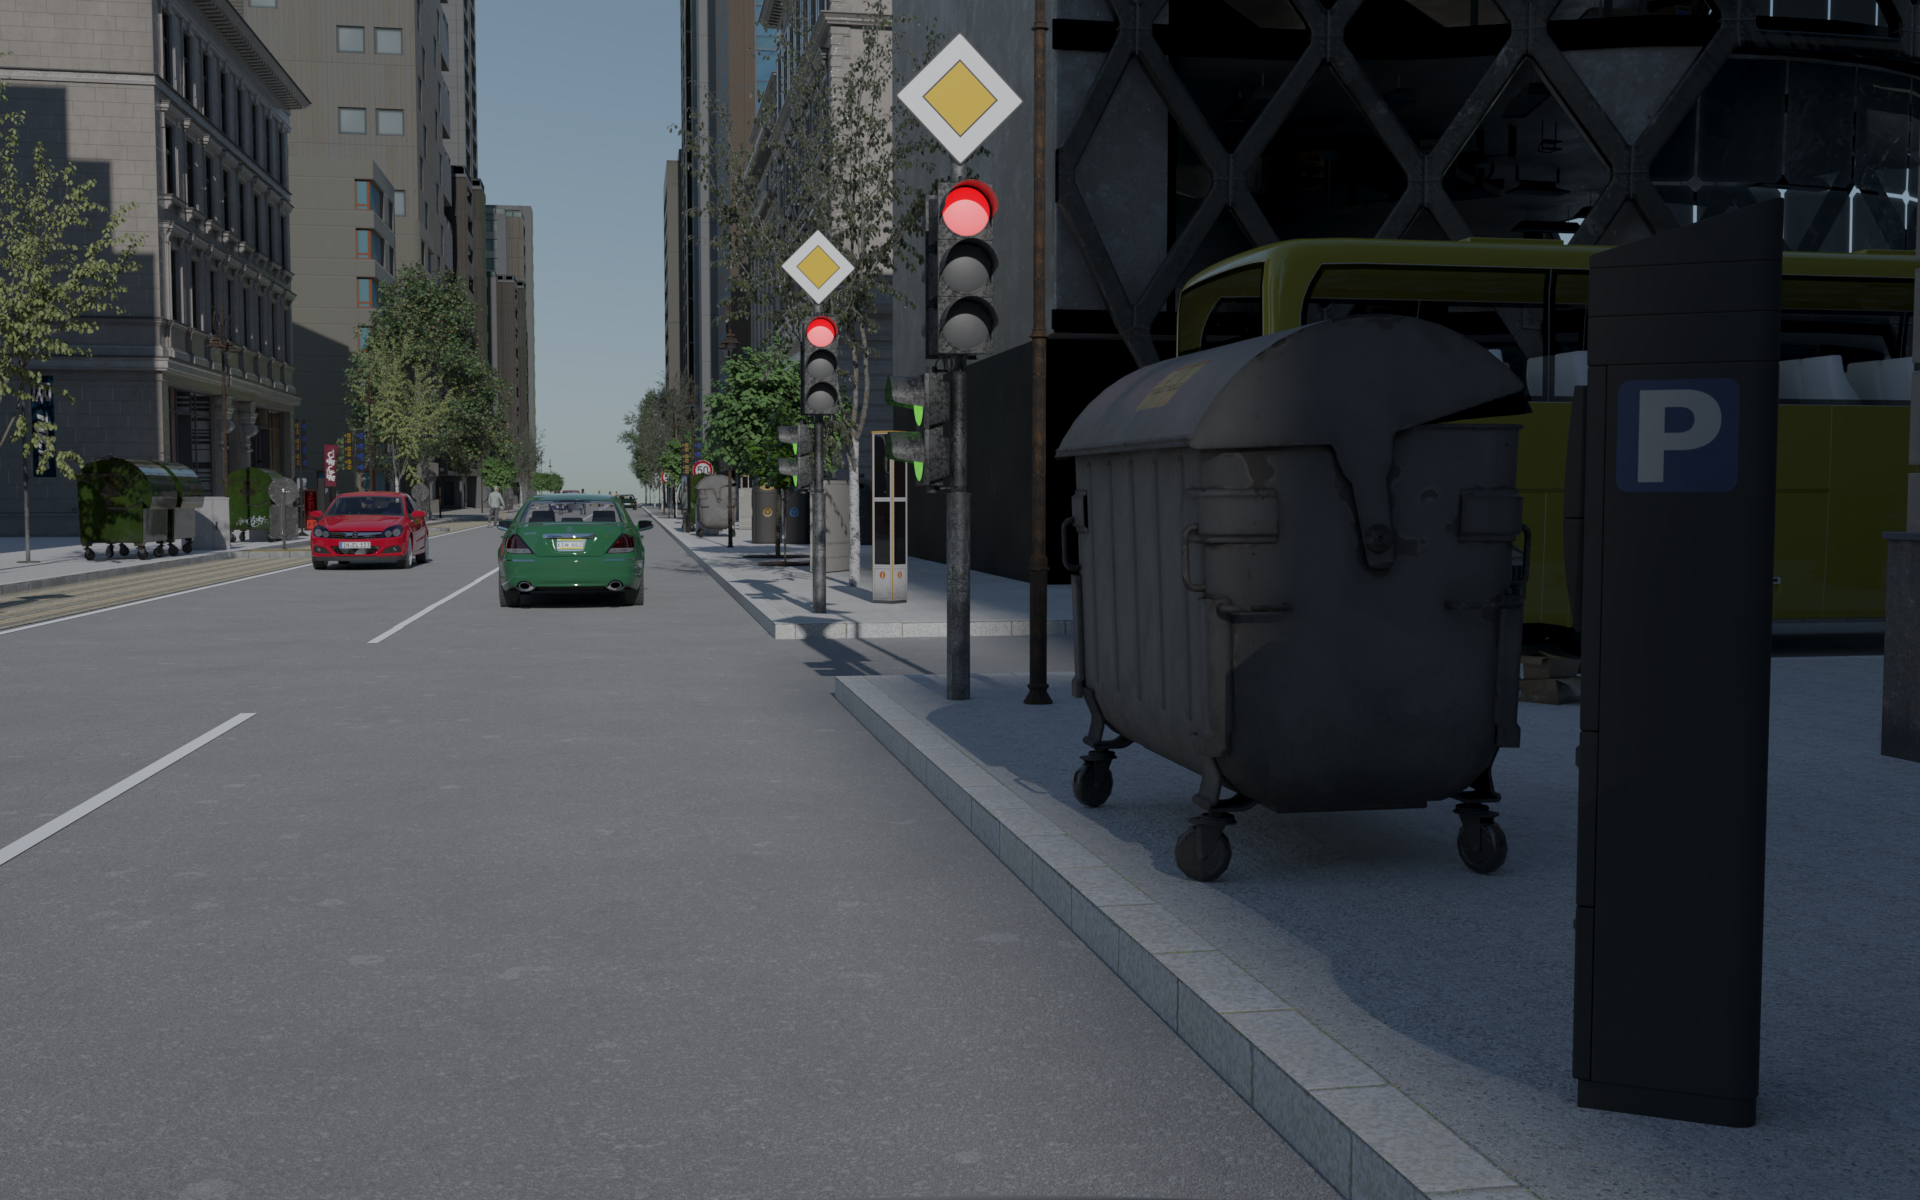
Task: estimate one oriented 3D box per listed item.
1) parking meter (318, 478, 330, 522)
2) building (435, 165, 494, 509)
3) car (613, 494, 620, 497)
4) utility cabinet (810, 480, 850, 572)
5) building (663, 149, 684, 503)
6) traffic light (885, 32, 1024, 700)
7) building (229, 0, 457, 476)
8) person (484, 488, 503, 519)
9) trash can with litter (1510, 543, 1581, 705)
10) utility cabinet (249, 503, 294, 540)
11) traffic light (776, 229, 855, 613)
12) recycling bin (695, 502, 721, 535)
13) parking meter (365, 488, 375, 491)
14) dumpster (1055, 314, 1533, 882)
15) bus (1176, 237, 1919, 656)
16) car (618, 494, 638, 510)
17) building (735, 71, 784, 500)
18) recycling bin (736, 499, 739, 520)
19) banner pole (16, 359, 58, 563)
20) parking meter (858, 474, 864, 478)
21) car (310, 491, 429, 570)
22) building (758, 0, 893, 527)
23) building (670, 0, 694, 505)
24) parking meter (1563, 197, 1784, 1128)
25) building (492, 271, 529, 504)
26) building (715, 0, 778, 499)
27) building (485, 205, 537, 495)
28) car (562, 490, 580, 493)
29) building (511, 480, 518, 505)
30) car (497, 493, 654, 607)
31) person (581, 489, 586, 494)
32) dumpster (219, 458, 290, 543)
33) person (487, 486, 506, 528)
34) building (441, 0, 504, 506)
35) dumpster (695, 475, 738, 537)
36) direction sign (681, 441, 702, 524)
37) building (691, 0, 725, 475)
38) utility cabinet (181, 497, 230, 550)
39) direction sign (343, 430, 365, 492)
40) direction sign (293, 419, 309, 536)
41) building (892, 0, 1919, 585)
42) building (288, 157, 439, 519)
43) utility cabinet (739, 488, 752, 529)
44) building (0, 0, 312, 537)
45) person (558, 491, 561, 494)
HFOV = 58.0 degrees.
[{"bbox_3d":[-23.351,-3.540,63.586,0.255,1.863,0.399,1,4,12],"label":"parking meter"},{"bbox_3d":[-48.843,-23.181,150.708,14.160,30.474,14.107,-1,4,-11],"label":"building"},{"bbox_3d":[-37.112,-10.885,188.196,2.015,1.641,3.980,-1,4,-11],"label":"car"},{"bbox_3d":[-2.090,-1.216,28.568,0.318,1.500,1.173,1,4,22],"label":"utility cabinet"},{"bbox_3d":[-29.974,-37.732,240.623,21.300,48.544,21.600,-1,4,-11],"label":"building"},{"bbox_3d":[-0.029,-1.333,10.719,0.839,4.253,0.868,-1,4,-11],"label":"traffic light"},{"bbox_3d":[-52.527,-32.945,127.889,28.713,52.752,27.495,-1,4,-11],"label":"building"},{"bbox_3d":[-26.811,-5.585,99.816,0.705,1.824,1.348,3,5,39],"label":"person"},{"bbox_3d":[3.514,0.027,10.945,0.624,1.170,1.055,-3,5,-44],"label":"trash can with litter"},{"bbox_3d":[-19.037,-2.397,47.866,1.173,1.500,0.318,1,4,9],"label":"utility cabinet"},{"bbox_3d":[-1.534,-1.813,18.562,0.839,4.253,0.868,-1,4,-11],"label":"traffic light"},{"bbox_3d":[-7.852,-2.539,54.060,0.722,1.027,0.722,0,4,-1],"label":"recycling bin"},{"bbox_3d":[-23.767,-3.753,69.766,0.372,1.533,0.369,0,3,0],"label":"parking meter"},{"bbox_3d":[1.177,-0.043,6.457,1.264,1.857,1.865,-1,4,-11],"label":"dumpster"},{"bbox_3d":[8.262,-1.521,16.421,12.252,3.916,2.896,-1,4,-11],"label":"bus"},{"bbox_3d":[-29.749,-8.850,154.481,2.009,1.686,4.222,-1,4,-13],"label":"car"},{"bbox_3d":[-3.279,-14.733,82.687,13.314,21.916,24.055,-1,4,-11],"label":"building"},{"bbox_3d":[-11.123,-4.447,85.264,0.722,1.027,0.722,-3,5,-39],"label":"recycling bin"},{"bbox_3d":[-17.157,-2.578,32.171,0.863,3.779,0.401,1,4,8],"label":"banner pole"},{"bbox_3d":[-2.950,-2.693,49.746,0.255,1.863,0.399,3,4,36],"label":"parking meter"},{"bbox_3d":[-11.650,-1.546,34.312,2.155,1.783,4.494,-1,4,-11],"label":"car"},{"bbox_3d":[-0.763,-14.183,60.763,11.050,23.489,19.941,-1,4,-11],"label":"building"},{"bbox_3d":[-26.717,-47.759,219.106,20.563,71.187,20.611,-1,4,-11],"label":"building"},{"bbox_3d":[1.474,0.128,3.622,0.399,1.863,0.255,2,4,23],"label":"parking meter"},{"bbox_3d":[-63.623,-27.672,224.137,14.160,30.474,14.107,-1,4,-11],"label":"building"},{"bbox_3d":[-7.647,-27.919,106.580,14.600,45.320,14.200,-1,4,-11],"label":"building"},{"bbox_3d":[-65.888,-33.890,237.702,14.154,41.232,14.086,-1,4,-11],"label":"building"},{"bbox_3d":[-34.403,-8.839,153.188,2.281,1.827,5.304,-1,4,-12],"label":"car"},{"bbox_3d":[-69.229,-31.286,203.407,32.217,40.220,23.993,-1,4,-11],"label":"building"},{"bbox_3d":[-5.225,-0.716,23.502,2.131,1.459,4.920,-1,4,-11],"label":"car"},{"bbox_3d":[-25.819,-6.736,118.648,1.348,1.822,0.705,0,3,0],"label":"person"},{"bbox_3d":[-18.850,-2.681,46.327,1.502,2.255,1.985,-1,4,-11],"label":"dumpster"},{"bbox_3d":[-19.578,-3.929,73.222,0.782,1.767,0.515,0,4,6],"label":"person"},{"bbox_3d":[-59.112,-45.447,181.312,20.563,71.187,20.611,-1,4,-11],"label":"building"},{"bbox_3d":[-7.330,-2.842,52.220,1.264,1.857,1.865,-1,4,-11],"label":"dumpster"},{"bbox_3d":[-11.374,-4.980,73.421,0.876,3.537,0.379,-2,4,-24],"label":"direction sign"},{"bbox_3d":[-9.237,-35.844,128.045,21.231,58.520,28.212,-1,4,-11],"label":"building"},{"bbox_3d":[-17.313,-1.748,39.743,0.306,1.237,1.020,3,5,42],"label":"utility cabinet"},{"bbox_3d":[-21.396,-4.234,61.225,0.876,3.537,0.379,1,4,21],"label":"direction sign"},{"bbox_3d":[-20.051,-3.712,52.693,0.379,3.537,0.876,0,4,1],"label":"direction sign"},{"bbox_3d":[8.334,-9.971,30.480,16.811,18.784,16.820,-1,4,-11],"label":"building"},{"bbox_3d":[-46.569,-15.675,101.326,27.650,21.520,28.899,-1,4,-11],"label":"building"},{"bbox_3d":[-7.322,-3.266,62.075,1.173,1.500,0.318,1,4,14],"label":"utility cabinet"},{"bbox_3d":[-28.565,-12.316,52.276,10.553,20.767,40.483,-1,4,-11],"label":"building"},{"bbox_3d":[-27.703,-6.726,119.938,0.415,1.643,0.593,0,4,-2],"label":"person"}]
